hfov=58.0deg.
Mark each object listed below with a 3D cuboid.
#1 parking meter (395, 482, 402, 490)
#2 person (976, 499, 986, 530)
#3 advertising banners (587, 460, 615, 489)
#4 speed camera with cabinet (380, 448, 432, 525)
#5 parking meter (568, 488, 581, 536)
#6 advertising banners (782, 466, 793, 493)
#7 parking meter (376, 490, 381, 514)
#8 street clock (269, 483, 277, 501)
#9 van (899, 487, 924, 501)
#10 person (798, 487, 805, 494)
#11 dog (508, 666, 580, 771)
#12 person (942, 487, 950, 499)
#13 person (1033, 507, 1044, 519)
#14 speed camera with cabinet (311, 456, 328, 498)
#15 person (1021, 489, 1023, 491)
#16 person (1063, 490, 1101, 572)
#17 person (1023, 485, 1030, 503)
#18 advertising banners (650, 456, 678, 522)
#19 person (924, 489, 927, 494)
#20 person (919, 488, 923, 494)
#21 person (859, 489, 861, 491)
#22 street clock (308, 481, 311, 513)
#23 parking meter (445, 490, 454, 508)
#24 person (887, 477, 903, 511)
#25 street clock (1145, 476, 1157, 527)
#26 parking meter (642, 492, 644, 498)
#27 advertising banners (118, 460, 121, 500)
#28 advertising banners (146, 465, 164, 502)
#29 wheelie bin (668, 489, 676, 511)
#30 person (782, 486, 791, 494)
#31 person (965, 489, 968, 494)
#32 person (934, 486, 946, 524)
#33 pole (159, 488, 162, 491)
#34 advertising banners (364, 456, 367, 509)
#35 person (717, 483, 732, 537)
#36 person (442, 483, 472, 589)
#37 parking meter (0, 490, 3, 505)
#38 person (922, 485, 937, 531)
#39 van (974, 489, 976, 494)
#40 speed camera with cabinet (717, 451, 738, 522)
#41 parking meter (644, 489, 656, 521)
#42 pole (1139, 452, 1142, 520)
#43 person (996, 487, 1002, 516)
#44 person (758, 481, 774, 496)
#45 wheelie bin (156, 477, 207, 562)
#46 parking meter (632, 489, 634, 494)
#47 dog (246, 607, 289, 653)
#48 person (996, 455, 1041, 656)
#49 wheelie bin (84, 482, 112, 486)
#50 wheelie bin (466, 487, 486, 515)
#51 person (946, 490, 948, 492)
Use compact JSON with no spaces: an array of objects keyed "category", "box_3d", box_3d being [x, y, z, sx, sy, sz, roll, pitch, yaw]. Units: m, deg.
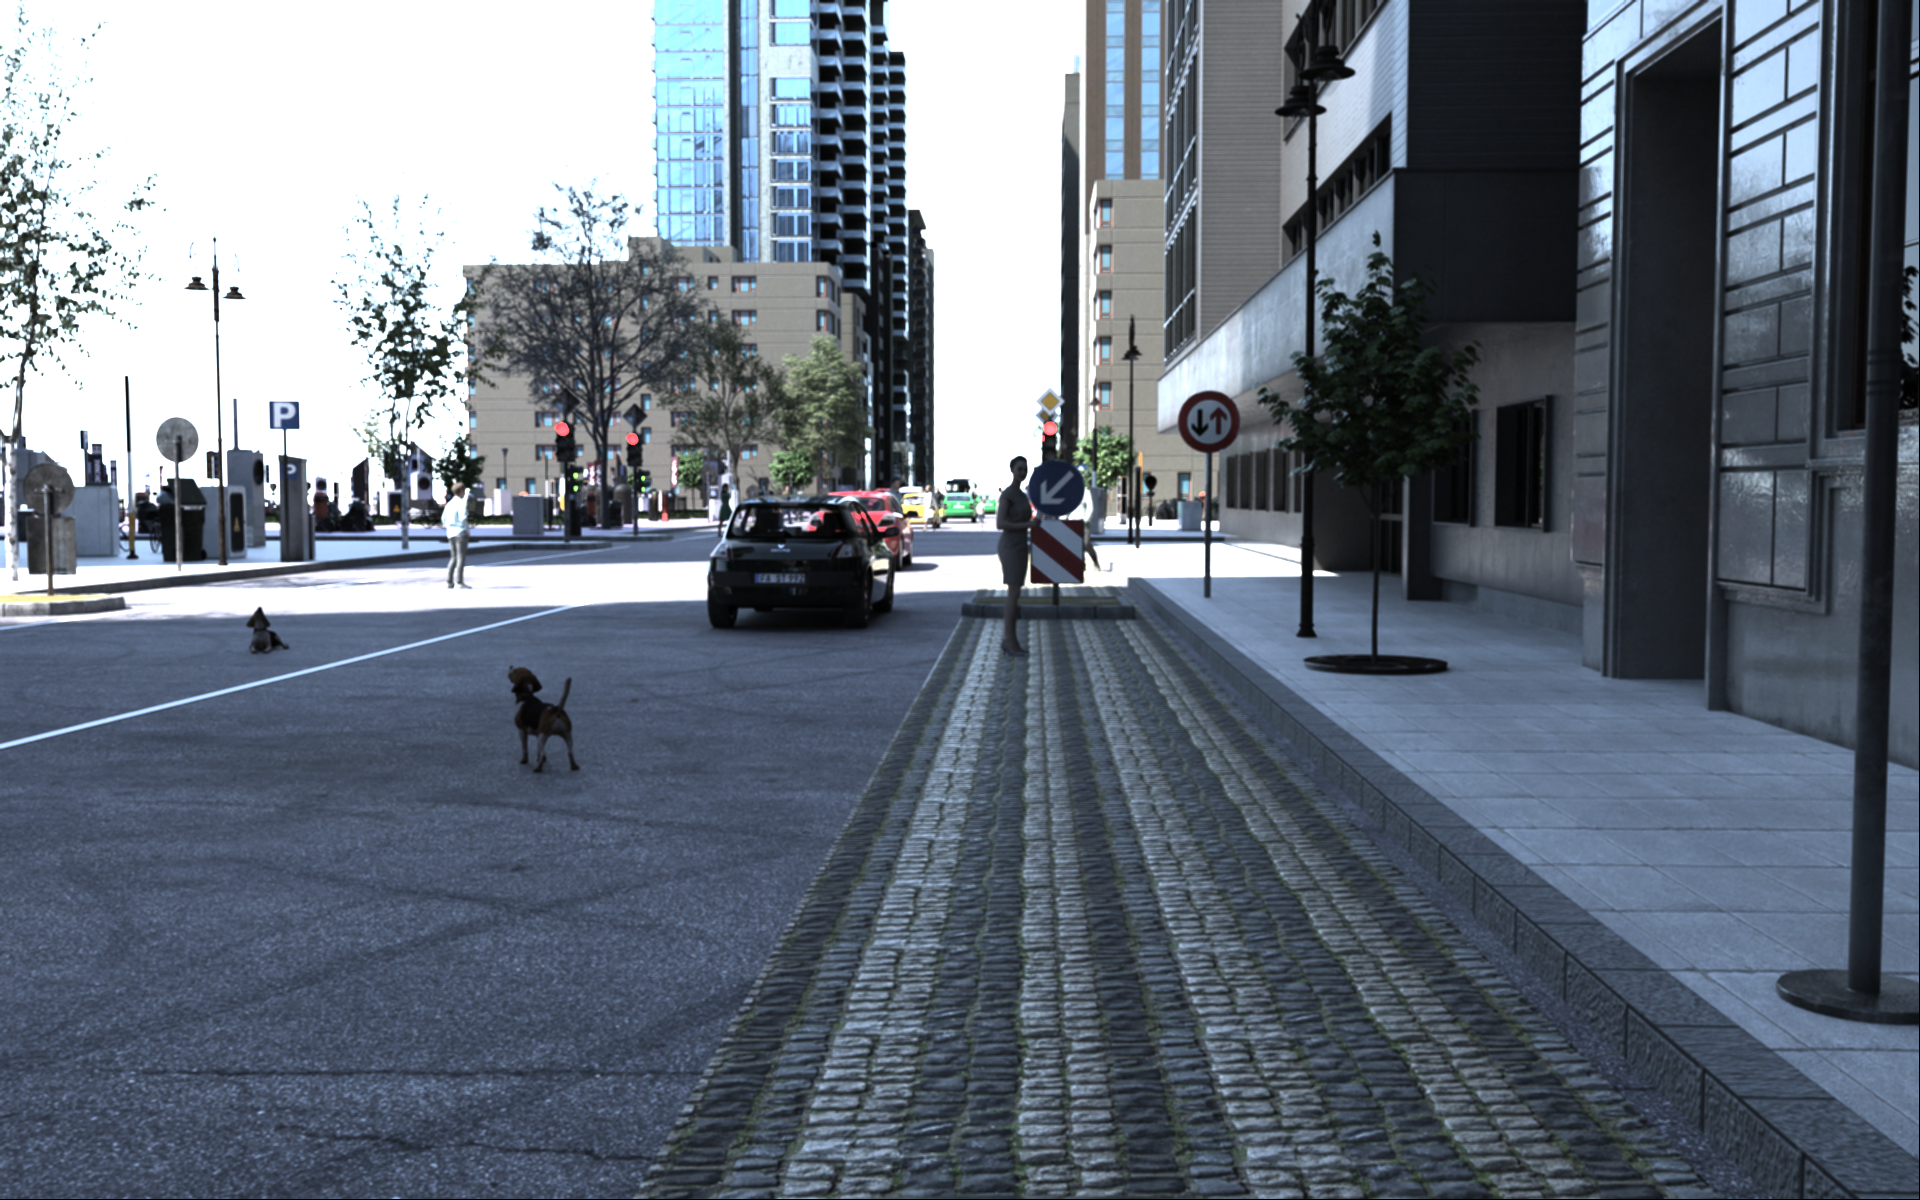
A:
[{"category":"parking meter","box_3d":[-24.845,-4.352,76.863,0.399,1.863,0.255,-1,4,-21]},{"category":"person","box_3d":[0.844,-3.402,68.800,0.352,1.250,0.332,-1,4,-18]},{"category":"advertising banners","box_3d":[-19.562,-6.075,95.510,2.074,3.025,0.090,0,4,6]},{"category":"speed camera with cabinet","box_3d":[-23.465,-4.834,73.367,2.038,3.252,0.660,-3,5,-42]},{"category":"parking meter","box_3d":[-11.760,-2.720,52.880,0.372,1.533,0.369,0,3,0]},{"category":"advertising banners","box_3d":[-10.808,-6.867,108.461,0.090,3.025,2.074,1,4,13]},{"category":"parking meter","box_3d":[-34.143,-5.715,101.857,0.372,1.533,0.369,0,3,0]},{"category":"street clock","box_3d":[-43.629,-6.452,110.068,0.471,2.002,0.358,2,4,25]},{"category":"van","box_3d":[-2.920,-5.747,100.969,2.013,2.044,4.112,0,4,3]},{"category":"person","box_3d":[-8.420,-5.101,92.029,0.709,1.813,0.853,3,5,44]},{"category":"dog","box_3d":[-2.203,0.623,9.098,0.540,0.507,0.406,1,4,13]},{"category":"person","box_3d":[-0.864,-6.123,108.381,0.659,1.850,0.755,1,4,19]},{"category":"person","box_3d":[2.958,-3.247,62.345,0.760,1.731,0.466,1,4,20]},{"category":"speed camera with cabinet","box_3d":[-33.625,-5.795,89.076,2.038,3.252,0.660,-3,5,-42]},{"category":"person","box_3d":[4.497,-7.294,127.734,0.794,1.824,0.713,-1,4,-23]},{"category":"person","box_3d":[2.186,-1.405,31.961,0.515,1.767,0.782,-3,5,-43]},{"category":"person","box_3d":[2.539,-3.576,67.233,0.793,1.790,0.793,0,4,5]},{"category":"advertising banners","box_3d":[-13.683,-5.138,80.198,2.074,3.025,0.090,3,5,42]},{"category":"person","box_3d":[-2.351,-6.863,120.810,0.767,1.812,0.694,-1,4,-22]},{"category":"person","box_3d":[-2.091,-5.090,92.469,0.760,1.731,0.466,-1,4,-17]},{"category":"person","box_3d":[-6.924,-6.790,119.852,0.374,1.781,0.599,2,4,29]},{"category":"street clock","box_3d":[-37.447,-5.799,99.381,0.358,2.002,0.471,3,4,38]},{"category":"parking meter","box_3d":[-18.334,-3.299,62.348,0.372,1.533,0.369,0,3,0]},{"category":"person","box_3d":[-1.567,-1.927,40.021,0.620,1.820,0.660,2,4,27]},{"category":"street clock","box_3d":[7.462,-3.865,67.765,0.471,2.002,0.358,0,4,7]},{"category":"parking meter","box_3d":[-20.262,-6.305,111.504,0.372,1.533,0.369,0,3,0]},{"category":"advertising banners","box_3d":[-42.402,-5.567,87.207,0.090,3.025,2.074,-1,4,-17]},{"category":"advertising banners","box_3d":[-48.132,-6.563,103.492,0.090,3.025,2.074,1,4,9]},{"category":"wheelie bin","box_3d":[-18.511,-6.298,110.878,0.693,1.594,0.980,-1,4,-11]},{"category":"person","box_3d":[-8.183,-4.463,81.388,0.836,1.842,0.656,0,4,1]},{"category":"person","box_3d":[0.467,-6.434,113.977,0.520,1.790,0.573,2,4,32]},{"category":"person","box_3d":[-1.233,-4.479,81.947,0.699,1.804,1.509,-2,4,-25]},{"category":"pole","box_3d":[-60.237,-8.359,130.509,0.158,3.312,0.155,0,3,0]},{"category":"advertising banners","box_3d":[-27.277,-5.093,79.454,0.090,3.025,2.074,-1,4,-16]},{"category":"person","box_3d":[-7.843,-3.005,57.873,0.529,1.795,0.600,0,4,5]},{"category":"person","box_3d":[-7.552,-0.966,26.097,0.330,1.601,0.589,-3,5,-41]},{"category":"parking meter","box_3d":[-55.314,-5.606,100.069,0.372,1.533,0.369,0,3,0]},{"category":"person","box_3d":[-1.182,-3.593,67.599,0.624,1.780,0.694,0,3,0]},{"category":"van","box_3d":[1.074,-13.382,223.181,2.240,2.365,5.245,0,4,3]},{"category":"speed camera with cabinet","box_3d":[-10.657,-5.211,79.528,0.660,3.252,2.038,0,4,4]},{"category":"parking meter","box_3d":[-14.666,-4.535,82.555,0.372,1.533,0.369,0,3,0]},{"category":"pole","box_3d":[8.856,-5.574,84.970,0.158,3.312,0.155,0,3,0]},{"category":"person","box_3d":[1.809,-4.023,74.840,0.480,1.755,0.524,2,4,34]},{"category":"person","box_3d":[-6.045,-2.827,54.495,0.659,1.850,0.755,-1,4,-16]},{"category":"wheelie bin","box_3d":[-14.869,-1.536,33.022,0.693,1.594,0.980,2,4,25]},{"category":"parking meter","box_3d":[-17.242,-5.087,91.585,0.372,1.533,0.369,0,3,0]},{"category":"dog","box_3d":[-6.332,0.260,15.948,0.550,0.427,0.748,2,4,29]},{"category":"person","box_3d":[0.521,-0.406,15.485,0.374,1.781,0.599,2,4,25]},{"category":"wheelie bin","box_3d":[-22.972,-2.338,46.136,0.980,1.594,0.693,-2,4,-27]},{"category":"wheelie bin","box_3d":[-22.235,-4.377,79.480,0.693,1.594,0.980,2,4,30]},{"category":"person","box_3d":[-1.135,-7.101,125.268,0.598,1.740,0.731,0,3,0]}]
